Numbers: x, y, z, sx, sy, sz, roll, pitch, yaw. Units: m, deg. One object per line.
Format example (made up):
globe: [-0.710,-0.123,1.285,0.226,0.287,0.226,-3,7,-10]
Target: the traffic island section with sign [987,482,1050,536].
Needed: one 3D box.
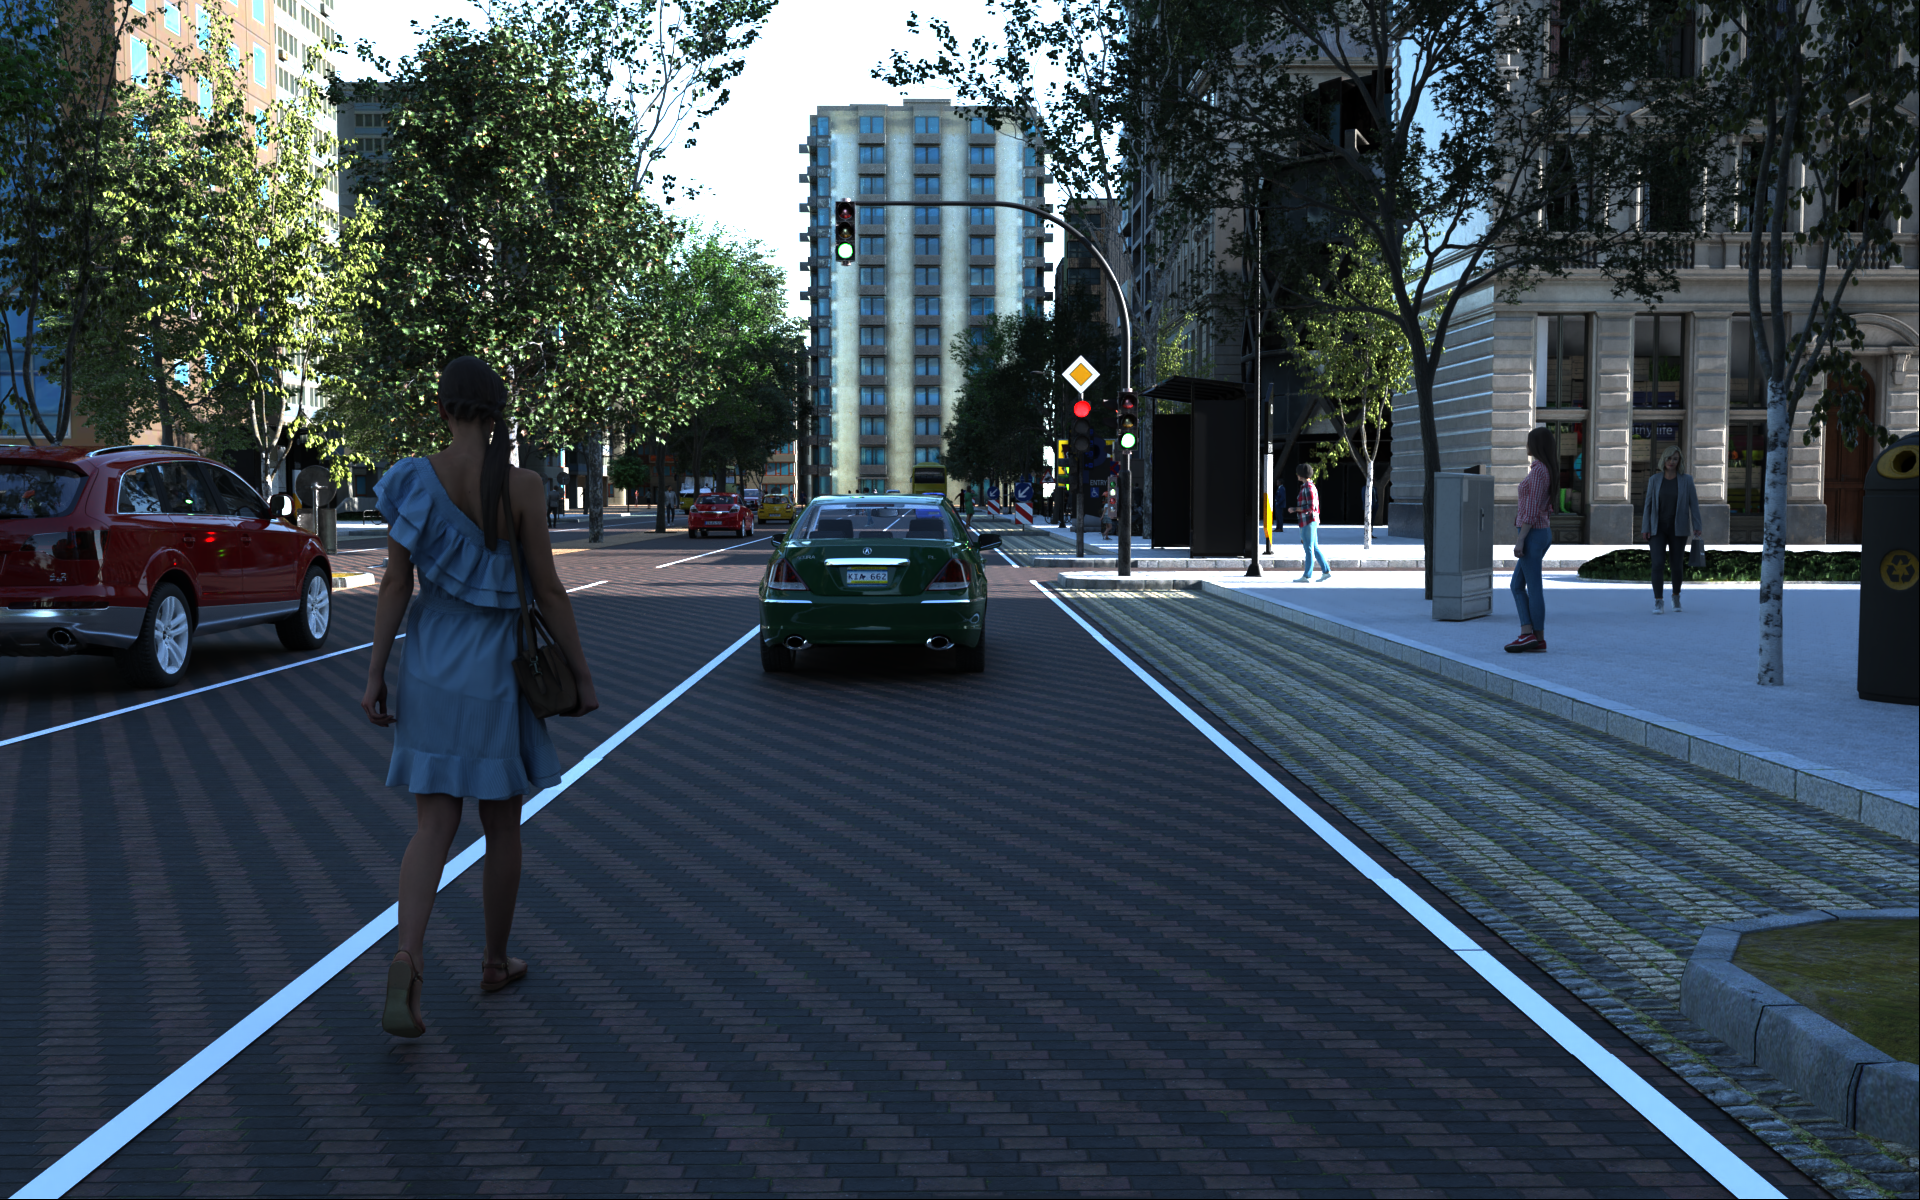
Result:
traffic island section with sign: [2.054,-3.129,59.783,1.989,1.847,2.006,0,4,-1]

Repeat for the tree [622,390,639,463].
tree: [-23.053,-10.595,107.633,7.601,10.594,8.767,1,4,19]

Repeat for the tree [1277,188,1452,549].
tree: [9.462,-5.492,40.161,4.737,8.622,4.395,0,3,0]

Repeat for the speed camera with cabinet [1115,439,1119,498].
speed camera with cabinet: [5.103,-4.153,62.241,2.038,3.252,0.660,-2,4,-25]

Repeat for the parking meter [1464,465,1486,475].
parking meter: [10.245,-1.764,34.545,0.255,1.863,0.399,-3,4,-39]

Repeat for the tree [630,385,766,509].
tree: [-24.228,-14.584,148.820,12.009,13.543,11.850,0,3,0]

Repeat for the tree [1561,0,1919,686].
tree: [5.674,-3.727,11.306,4.360,8.622,3.978,0,3,0]

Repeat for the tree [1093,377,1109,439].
tree: [8.811,-9.377,103.676,4.737,8.622,4.395,0,3,0]

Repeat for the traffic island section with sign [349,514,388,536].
traffic island section with sign: [-19.874,-3.142,60.000,1.989,1.847,2.006,0,4,-1]

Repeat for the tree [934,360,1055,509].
tree: [3.234,-14.002,145.945,9.611,12.733,9.660,0,3,0]

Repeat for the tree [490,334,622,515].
tree: [-23.647,-9.711,93.194,8.767,10.594,7.601,-2,4,-24]

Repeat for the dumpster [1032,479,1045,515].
dumpster: [4.383,-6.289,105.317,1.502,2.255,1.985,0,4,-1]

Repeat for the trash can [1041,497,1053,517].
trash can: [4.935,-5.306,98.412,0.748,1.137,0.748,0,3,0]

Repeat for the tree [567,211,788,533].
tree: [-10.805,-8.225,62.687,9.928,11.665,9.643,0,3,0]

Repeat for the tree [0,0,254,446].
tree: [-10.386,-4.102,19.893,4.360,8.622,3.978,0,3,0]

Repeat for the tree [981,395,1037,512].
tree: [3.196,-10.535,122.607,4.360,8.622,3.978,0,3,0]

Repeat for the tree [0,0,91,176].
tree: [-10.146,-5.160,12.574,9.928,11.665,9.643,0,3,0]

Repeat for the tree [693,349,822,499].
tree: [-11.476,-9.484,91.937,8.767,10.594,7.601,0,4,-1]

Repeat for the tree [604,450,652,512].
tree: [-23.508,-8.467,122.151,4.285,4.588,4.351,0,3,0]

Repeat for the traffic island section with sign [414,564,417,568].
traffic island section with sign: [-10.450,-1.621,34.632,2.006,1.907,1.989,0,4,-1]

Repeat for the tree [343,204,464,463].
tree: [-22.369,-9.216,68.816,7.486,12.596,7.792,0,3,0]

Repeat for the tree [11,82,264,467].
tree: [-22.846,-7.990,48.764,7.486,12.596,7.792,0,3,0]

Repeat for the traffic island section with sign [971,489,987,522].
traffic island section with sign: [1.572,-4.860,88.094,1.989,1.847,2.006,0,4,-1]

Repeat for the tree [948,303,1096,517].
tree: [3.522,-10.380,95.471,9.928,11.665,9.643,0,3,0]

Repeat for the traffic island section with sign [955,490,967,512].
traffic island section with sign: [0.747,-7.873,137.355,1.989,1.847,2.006,0,4,-1]

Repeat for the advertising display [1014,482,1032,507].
advertising display: [3.296,-5.213,90.440,0.974,1.923,0.123,-1,4,-18]

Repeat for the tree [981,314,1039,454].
tree: [4.306,-8.472,72.935,7.601,10.594,8.767,2,4,29]

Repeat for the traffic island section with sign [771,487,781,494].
traffic island section with sign: [-11.720,-6.216,109.760,2.006,1.907,1.989,0,4,-1]

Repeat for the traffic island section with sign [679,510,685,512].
traffic island section with sign: [-21.184,-7.880,137.467,1.989,1.847,2.006,0,4,-1]

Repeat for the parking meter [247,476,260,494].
parking meter: [-22.779,-3.068,55.867,0.255,1.863,0.399,0,4,1]

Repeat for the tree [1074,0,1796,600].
tree: [5.805,-5.302,21.105,8.767,10.594,7.601,0,4,-4]

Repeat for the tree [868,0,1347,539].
tree: [4.170,-11.851,49.661,12.611,20.169,13.585,0,3,0]

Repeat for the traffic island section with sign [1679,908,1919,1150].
traffic island section with sign: [2.978,0.265,4.298,1.989,1.847,2.006,0,4,-1]

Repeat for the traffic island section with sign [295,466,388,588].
traffic island section with sign: [-10.335,-1.168,27.226,2.006,1.907,1.989,0,4,-1]

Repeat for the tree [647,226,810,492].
tree: [-11.556,-10.636,83.018,9.857,13.997,8.962,0,3,0]

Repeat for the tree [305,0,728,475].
tree: [-10.457,-7.379,40.119,9.611,12.733,9.660,0,3,0]

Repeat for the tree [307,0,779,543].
tree: [-11.905,-11.787,51.058,12.611,20.169,13.585,0,3,0]

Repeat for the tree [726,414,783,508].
tree: [-11.364,-8.884,98.068,4.360,8.622,3.978,0,3,0]

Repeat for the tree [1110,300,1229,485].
tree: [7.999,-7.038,65.438,4.737,8.622,4.395,0,3,0]

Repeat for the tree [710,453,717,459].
tree: [-24.061,-13.605,172.805,4.360,8.622,3.978,0,3,0]

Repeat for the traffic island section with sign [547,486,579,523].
traffic island section with sign: [-20.336,-4.821,87.454,1.989,1.847,2.006,0,4,-1]

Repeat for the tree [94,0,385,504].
tree: [-10.189,-4.428,25.226,4.737,8.622,4.395,0,3,0]
